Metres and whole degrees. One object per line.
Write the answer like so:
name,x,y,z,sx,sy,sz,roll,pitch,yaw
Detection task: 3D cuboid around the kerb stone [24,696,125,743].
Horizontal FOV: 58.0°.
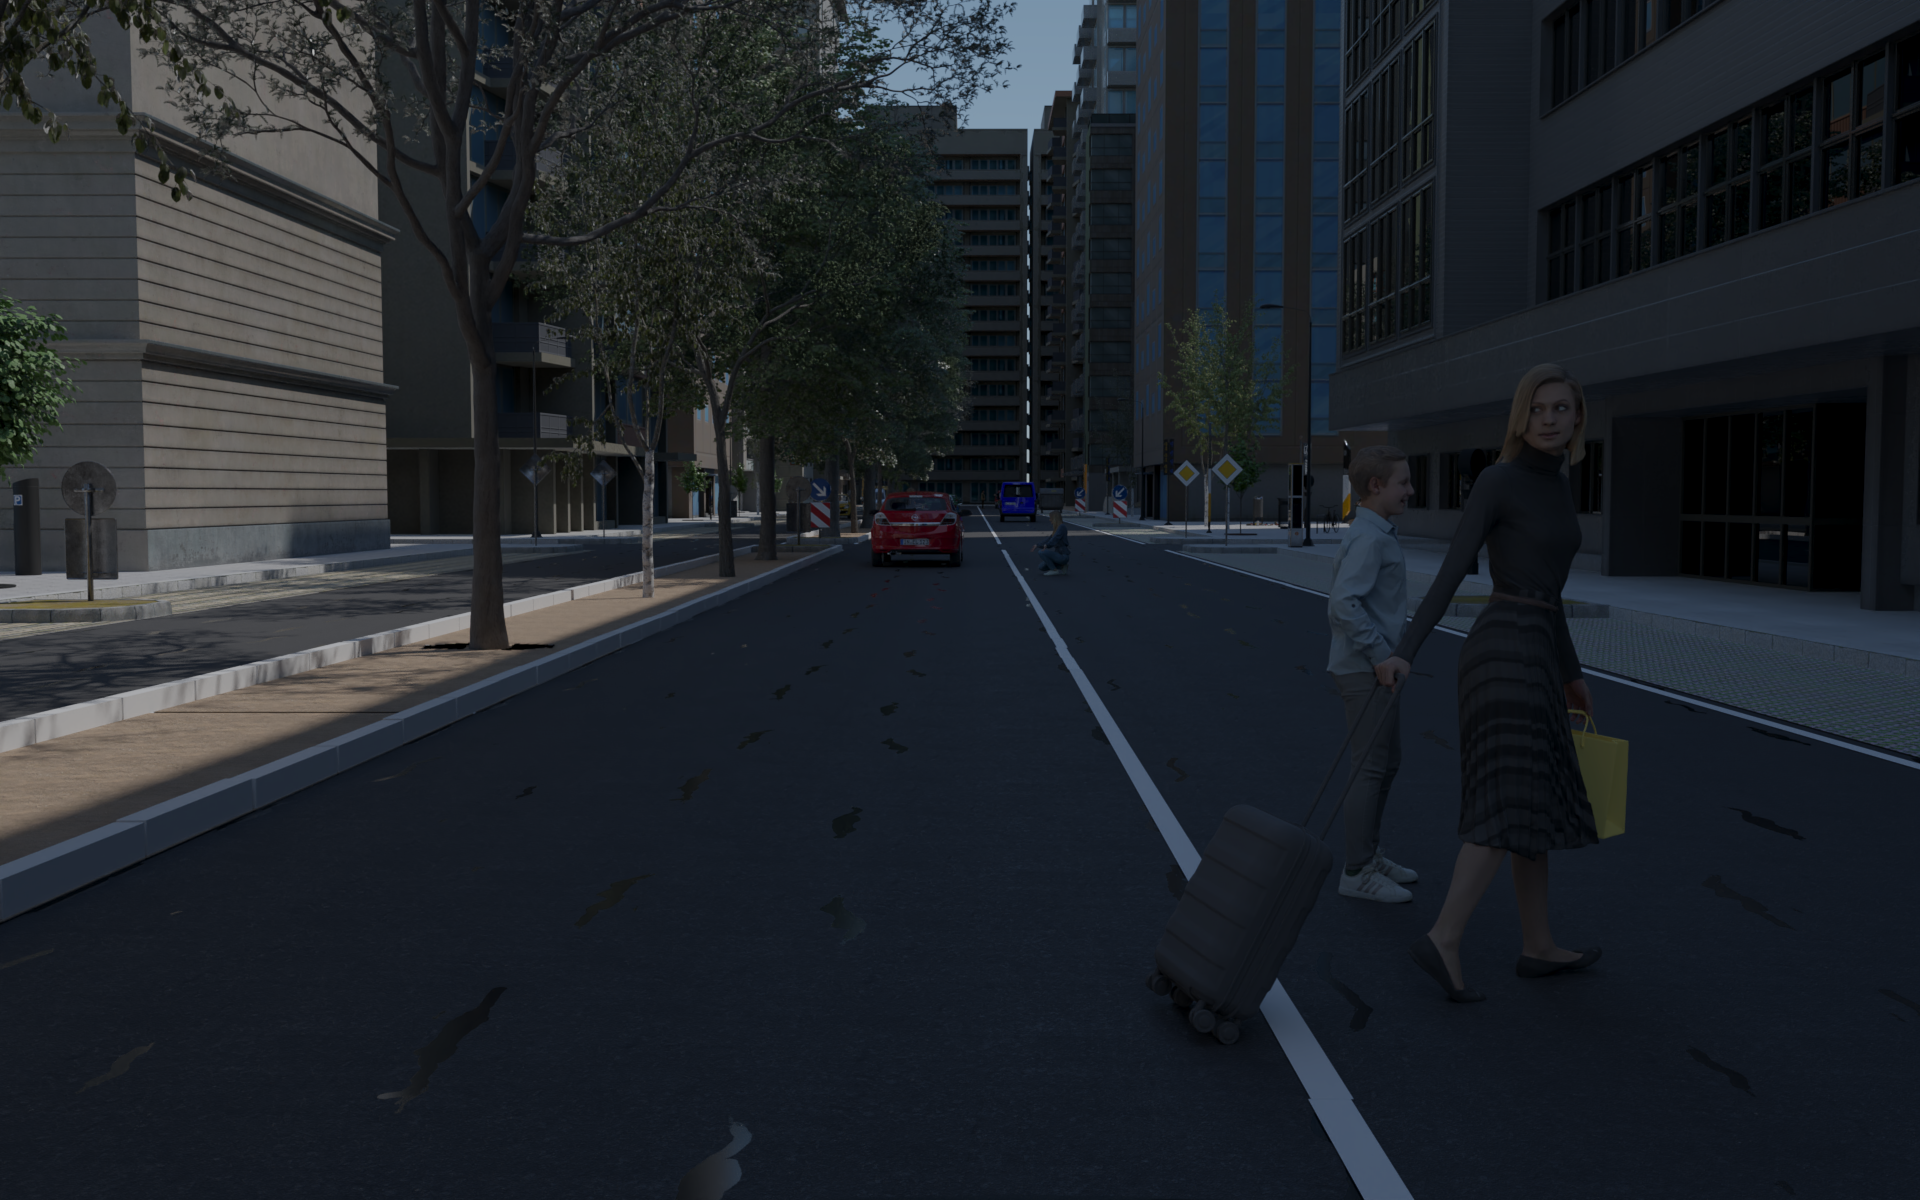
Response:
kerb stone,-5.334,0.722,10.393,0.120,0.150,1.000,0,4,0

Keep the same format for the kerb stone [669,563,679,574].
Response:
kerb stone,-5.206,-0.533,30.915,0.120,0.150,1.000,0,4,0

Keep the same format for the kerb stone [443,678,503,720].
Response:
kerb stone,-3.226,0.659,11.413,0.120,0.150,1.000,0,4,0

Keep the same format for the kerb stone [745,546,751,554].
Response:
kerb stone,-5.158,-1.158,41.166,0.120,0.150,1.000,0,4,0

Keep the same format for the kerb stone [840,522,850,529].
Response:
kerb stone,-4.949,-3.198,74.490,0.120,0.150,1.000,0,4,0

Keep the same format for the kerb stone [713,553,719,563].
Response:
kerb stone,-5.183,-0.844,36.048,0.120,0.150,1.000,0,4,0

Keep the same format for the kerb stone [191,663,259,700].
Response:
kerb stone,-5.324,0.598,12.445,0.120,0.150,1.000,0,4,0

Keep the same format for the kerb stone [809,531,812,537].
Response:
kerb stone,-5.061,-2.124,57.059,0.120,0.150,1.000,0,4,0

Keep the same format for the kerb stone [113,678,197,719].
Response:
kerb stone,-5.330,0.659,11.418,0.120,0.150,1.000,0,4,0

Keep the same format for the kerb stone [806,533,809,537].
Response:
kerb stone,-5.063,-2.070,56.037,0.120,0.150,1.000,0,4,0

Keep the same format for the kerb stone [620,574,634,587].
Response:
kerb stone,-5.240,-0.279,26.805,0.120,0.150,1.000,0,4,0

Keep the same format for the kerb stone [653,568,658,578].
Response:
kerb stone,-5.224,-0.405,28.859,0.120,0.150,1.000,0,4,0

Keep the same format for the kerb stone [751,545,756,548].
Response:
kerb stone,-5.150,-1.222,42.193,0.120,0.150,1.000,0,4,0

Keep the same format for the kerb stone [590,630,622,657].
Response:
kerb stone,-3.207,0.410,15.503,0.120,0.150,1.000,0,4,0

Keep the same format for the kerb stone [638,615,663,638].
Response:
kerb stone,-3.190,0.288,17.555,0.120,0.150,1.000,0,4,0

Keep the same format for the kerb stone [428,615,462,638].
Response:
kerb stone,-5.288,0.283,17.573,0.120,0.150,1.000,0,4,0

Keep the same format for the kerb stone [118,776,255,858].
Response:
kerb stone,-3.255,0.910,7.311,0.120,0.150,1.000,0,4,0

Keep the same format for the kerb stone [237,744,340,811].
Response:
kerb stone,-3.241,0.852,8.334,0.120,0.150,1.000,0,4,0

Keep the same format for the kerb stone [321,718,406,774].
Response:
kerb stone,-3.233,0.789,9.356,0.120,0.150,1.000,0,4,0

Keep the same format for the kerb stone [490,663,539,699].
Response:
kerb stone,-3.227,0.597,12.435,0.120,0.150,1.000,0,4,0

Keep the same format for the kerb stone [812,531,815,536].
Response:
kerb stone,-5.052,-2.196,58.093,0.120,0.150,1.000,0,4,0

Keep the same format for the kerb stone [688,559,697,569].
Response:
kerb stone,-5.197,-0.656,32.970,0.120,0.150,1.000,0,4,0

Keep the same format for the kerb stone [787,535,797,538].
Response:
kerb stone,-5.083,-1.819,51.943,0.120,0.150,1.000,0,4,0

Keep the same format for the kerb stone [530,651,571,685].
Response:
kerb stone,-3.215,0.537,13.459,0.120,0.150,1.000,0,4,0

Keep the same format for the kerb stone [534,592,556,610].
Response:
kerb stone,-5.268,0.032,21.666,0.120,0.150,1.000,0,4,0

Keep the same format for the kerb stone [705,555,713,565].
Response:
kerb stone,-5.190,-0.784,35.019,0.120,0.150,1.000,0,4,0

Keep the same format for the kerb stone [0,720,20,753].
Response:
kerb stone,-5.337,0.784,9.371,0.120,0.150,1.000,0,4,0

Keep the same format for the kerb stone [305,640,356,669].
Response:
kerb stone,-5.313,0.472,14.498,0.120,0.150,1.000,0,4,0

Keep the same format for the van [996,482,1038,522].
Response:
van,3.004,-5.253,90.268,2.240,2.365,5.245,0,4,1

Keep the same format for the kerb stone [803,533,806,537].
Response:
kerb stone,-5.072,-2.007,55.010,0.120,0.150,1.000,0,4,0

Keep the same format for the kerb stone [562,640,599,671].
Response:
kerb stone,-3.210,0.474,14.481,0.120,0.150,1.000,0,4,0

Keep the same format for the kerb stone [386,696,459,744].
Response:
kerb stone,-3.233,0.722,10.391,0.120,0.150,1.000,0,4,0

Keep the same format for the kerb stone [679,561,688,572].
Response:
kerb stone,-5.207,-0.596,31.944,0.120,0.150,1.000,0,4,0

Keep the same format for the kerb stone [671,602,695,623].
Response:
kerb stone,-3.173,0.159,19.599,0.120,0.150,1.000,0,4,0

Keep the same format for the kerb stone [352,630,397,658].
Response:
kerb stone,-5.302,0.408,15.530,0.120,0.150,1.000,0,4,0

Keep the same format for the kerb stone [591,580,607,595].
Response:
kerb stone,-5.247,-0.152,24.739,0.120,0.150,1.000,0,4,0

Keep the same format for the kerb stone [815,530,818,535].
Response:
kerb stone,-5.047,-2.258,59.115,0.120,0.150,1.000,0,4,0

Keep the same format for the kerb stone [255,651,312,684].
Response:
kerb stone,-5.316,0.535,13.477,0.120,0.150,1.000,0,4,0

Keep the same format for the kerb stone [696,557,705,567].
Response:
kerb stone,-5.194,-0.717,33.992,0.120,0.150,1.000,0,4,0

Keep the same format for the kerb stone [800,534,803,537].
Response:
kerb stone,-5.073,-1.944,53.988,0.120,0.150,1.000,0,4,0

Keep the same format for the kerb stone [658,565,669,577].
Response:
kerb stone,-5.219,-0.470,29.888,0.120,0.150,1.000,0,4,0

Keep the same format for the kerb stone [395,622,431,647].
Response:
kerb stone,-5.293,0.345,16.551,0.120,0.150,1.000,0,4,0

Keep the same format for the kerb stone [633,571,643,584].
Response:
kerb stone,-5.232,-0.343,27.828,0.120,0.150,1.000,0,4,0

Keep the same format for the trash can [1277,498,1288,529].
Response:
trash can,11.989,-3.176,63.586,0.748,1.137,0.748,0,3,0

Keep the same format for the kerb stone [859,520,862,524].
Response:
kerb stone,-4.877,-3.952,86.816,0.120,0.150,1.000,0,4,0

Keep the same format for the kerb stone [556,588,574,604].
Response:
kerb stone,-5.263,-0.026,22.692,0.120,0.150,1.000,0,4,0

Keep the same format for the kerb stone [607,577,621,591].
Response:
kerb stone,-5.242,-0.213,25.769,0.120,0.150,1.000,0,4,0

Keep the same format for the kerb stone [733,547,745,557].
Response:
kerb stone,-5.158,-1.097,40.136,0.120,0.150,1.000,0,4,0

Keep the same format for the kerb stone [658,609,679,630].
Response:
kerb stone,-3.182,0.231,18.578,0.120,0.150,1.000,0,4,0

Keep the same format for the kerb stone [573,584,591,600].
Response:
kerb stone,-5.255,-0.093,23.713,0.120,0.150,1.000,0,4,0

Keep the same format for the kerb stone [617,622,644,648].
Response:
kerb stone,-3.194,0.348,16.529,0.120,0.150,1.000,0,4,0

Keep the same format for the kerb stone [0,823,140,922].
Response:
kerb stone,-3.258,0.977,6.290,0.120,0.150,1.000,0,4,0

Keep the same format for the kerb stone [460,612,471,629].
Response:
kerb stone,-5.285,0.224,18.596,0.120,0.150,1.000,0,4,0

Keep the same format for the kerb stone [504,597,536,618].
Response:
kerb stone,-5.273,0.095,20.644,0.120,0.150,1.000,0,4,0
